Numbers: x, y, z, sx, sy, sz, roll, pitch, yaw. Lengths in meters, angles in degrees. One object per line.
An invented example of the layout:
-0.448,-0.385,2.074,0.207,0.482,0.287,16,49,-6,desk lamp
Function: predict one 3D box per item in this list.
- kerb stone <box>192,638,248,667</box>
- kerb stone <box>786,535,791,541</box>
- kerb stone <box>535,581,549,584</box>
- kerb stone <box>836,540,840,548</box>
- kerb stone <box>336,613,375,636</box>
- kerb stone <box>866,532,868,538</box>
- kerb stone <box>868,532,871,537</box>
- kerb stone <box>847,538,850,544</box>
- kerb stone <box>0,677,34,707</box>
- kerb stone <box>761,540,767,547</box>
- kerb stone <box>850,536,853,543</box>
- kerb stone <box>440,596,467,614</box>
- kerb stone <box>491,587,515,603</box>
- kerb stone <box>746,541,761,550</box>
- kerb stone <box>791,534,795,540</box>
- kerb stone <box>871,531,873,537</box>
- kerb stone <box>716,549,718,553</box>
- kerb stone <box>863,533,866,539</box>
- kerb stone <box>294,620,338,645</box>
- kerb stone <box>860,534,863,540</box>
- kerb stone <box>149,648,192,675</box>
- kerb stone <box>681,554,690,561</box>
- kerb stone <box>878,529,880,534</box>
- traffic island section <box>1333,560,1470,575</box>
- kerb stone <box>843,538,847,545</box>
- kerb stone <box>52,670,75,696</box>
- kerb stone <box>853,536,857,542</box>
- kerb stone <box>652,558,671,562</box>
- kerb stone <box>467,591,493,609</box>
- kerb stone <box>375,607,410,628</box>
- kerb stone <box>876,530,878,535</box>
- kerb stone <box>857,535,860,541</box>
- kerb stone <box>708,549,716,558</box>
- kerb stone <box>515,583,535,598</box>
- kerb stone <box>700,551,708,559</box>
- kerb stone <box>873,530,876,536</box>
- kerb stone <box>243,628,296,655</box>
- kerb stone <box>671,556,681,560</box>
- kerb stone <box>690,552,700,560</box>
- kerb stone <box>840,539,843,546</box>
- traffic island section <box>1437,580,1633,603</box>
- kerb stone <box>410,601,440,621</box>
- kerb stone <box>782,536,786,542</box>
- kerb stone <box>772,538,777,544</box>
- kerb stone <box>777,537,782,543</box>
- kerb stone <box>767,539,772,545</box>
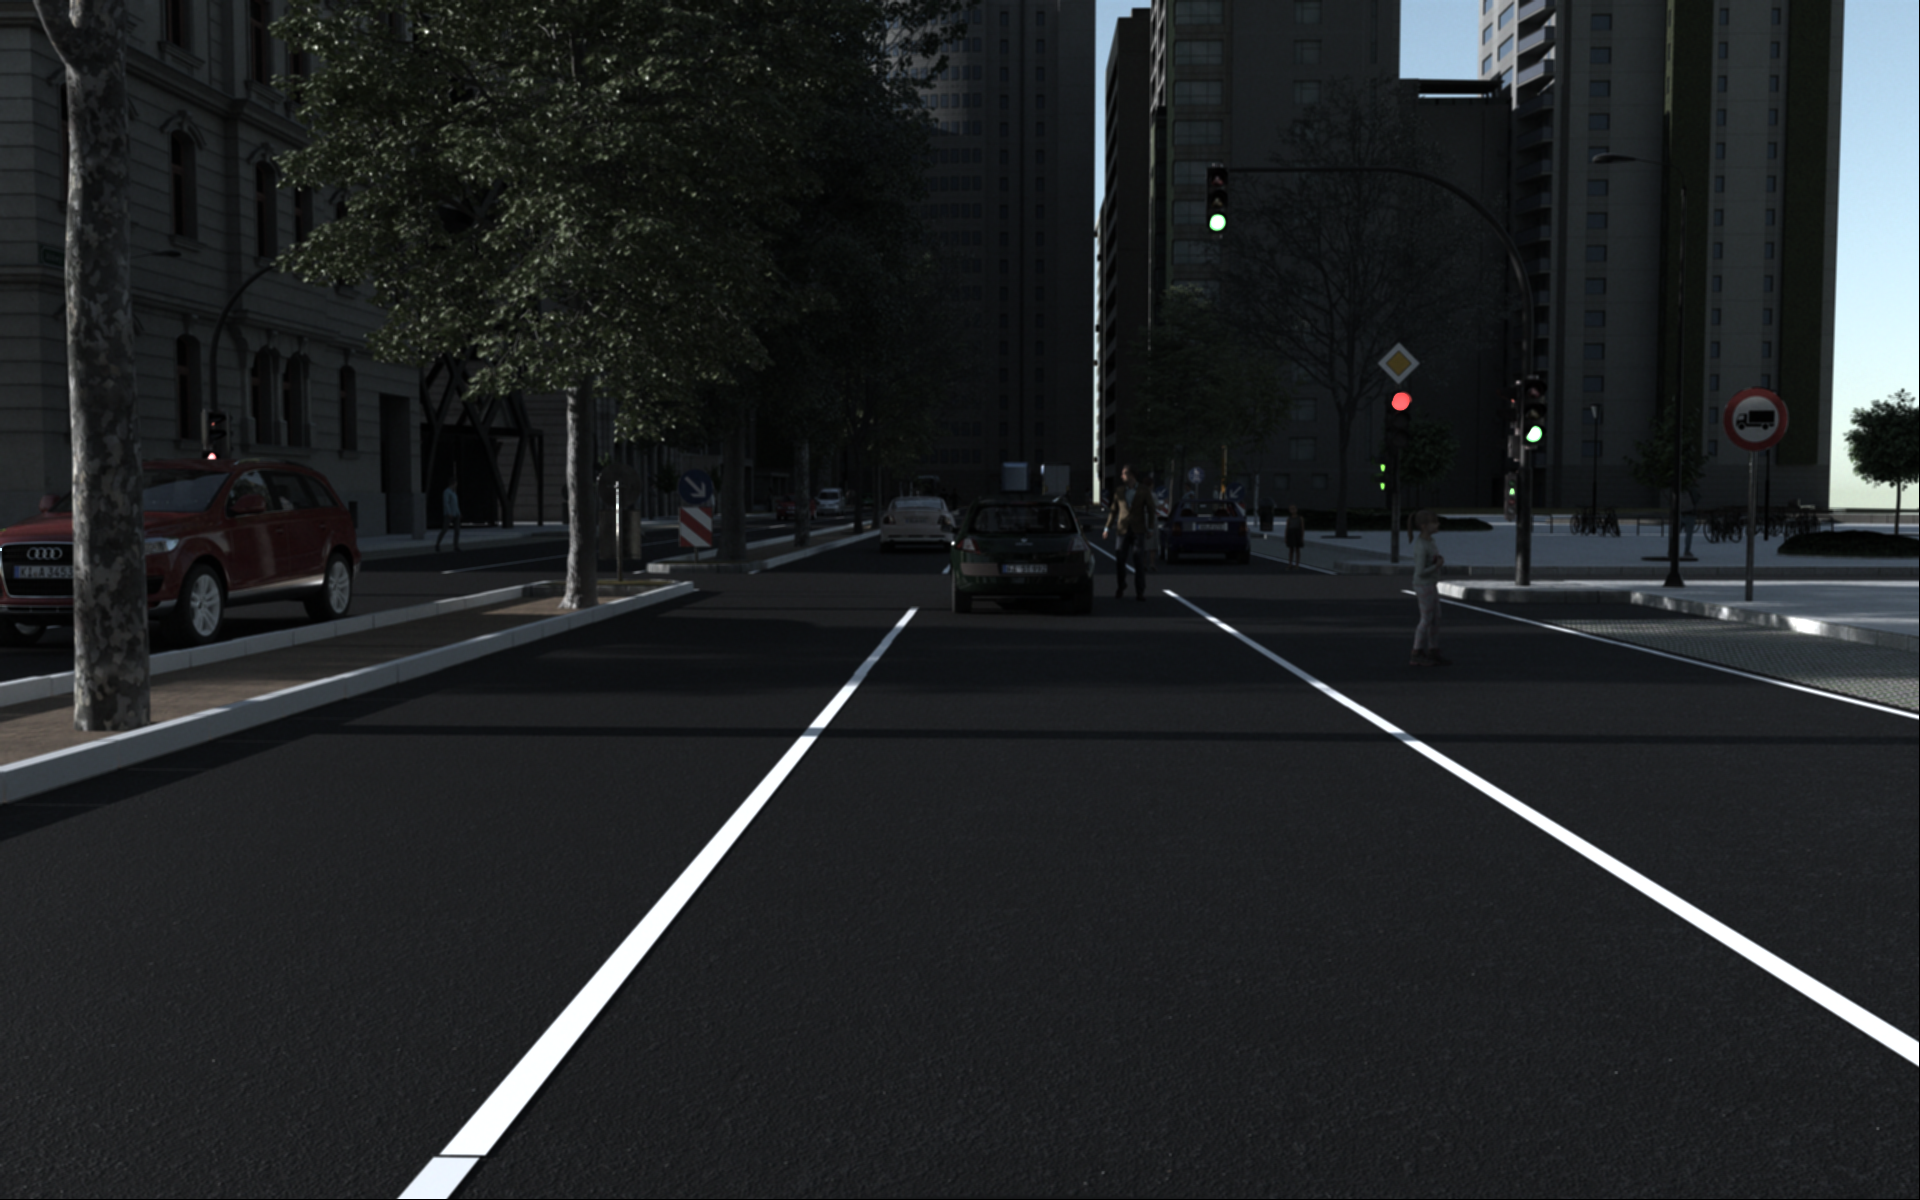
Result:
-6.372,0.462,14.760,0.120,0.150,1.000,0,4,2,kerb stone
-5.292,-1.832,52.144,0.120,0.150,1.000,0,4,2,kerb stone
-6.078,-0.171,24.996,0.120,0.150,1.000,0,4,2,kerb stone
-3.367,-1.452,45.942,0.120,0.150,1.000,0,4,2,kerb stone
-6.291,0.269,17.840,0.120,0.150,1.000,0,4,2,kerb stone
-3.107,-2.015,55.152,0.120,0.150,1.000,0,4,2,kerb stone
-3.076,-2.079,56.181,0.120,0.150,1.000,0,4,2,kerb stone
-3.283,-1.639,49.017,0.120,0.150,1.000,0,4,2,kerb stone
-6.469,0.644,11.682,0.120,0.150,1.000,0,4,2,kerb stone
-5.441,-1.518,47.019,0.120,0.150,1.000,0,4,2,kerb stone
-3.258,-1.703,50.043,0.120,0.150,1.000,0,4,2,kerb stone
-6.200,0.081,20.910,0.120,0.150,1.000,0,4,2,kerb stone
-6.141,-0.045,22.953,0.120,0.150,1.000,0,4,2,kerb stone
-5.472,-1.456,45.997,0.120,0.150,1.000,0,4,2,kerb stone
-5.264,-1.889,53.166,0.120,0.150,1.000,0,4,2,kerb stone
-3.048,-2.141,57.203,0.120,0.150,1.000,0,4,2,kerb stone
-5.647,-1.080,39.848,0.120,0.150,1.000,0,4,2,kerb stone
-3.129,-1.945,54.130,0.120,0.150,1.000,0,4,2,kerb stone
-6.319,0.334,16.814,0.120,0.150,1.000,0,4,2,kerb stone
-3.170,-1.886,53.109,0.120,0.150,1.000,0,4,2,kerb stone
-6.404,0.519,13.730,0.120,0.150,1.000,0,4,2,kerb stone
-5.771,-0.830,35.758,0.120,0.150,1.000,0,4,2,kerb stone
-2.950,-2.328,60.286,0.120,0.150,1.000,0,4,2,kerb stone
8.117,-0.609,32.231,2.009,0.180,2.903,0,4,2,traffic island section
-3.316,-1.576,47.996,0.120,0.150,1.000,0,4,2,kerb stone
-6.437,0.591,12.709,0.120,0.150,1.000,0,4,2,kerb stone
-3.220,-1.760,51.065,0.120,0.150,1.000,0,4,2,kerb stone
-5.824,-0.699,33.678,0.120,0.150,1.000,0,4,2,kerb stone
-6.160,0.022,21.931,0.120,0.150,1.000,0,4,2,kerb stone
-6.254,0.204,18.861,0.120,0.150,1.000,0,4,2,kerb stone
-2.981,-2.265,59.253,0.120,0.150,1.000,0,4,2,kerb stone
-3.200,-1.828,52.087,0.120,0.150,1.000,0,4,2,kerb stone
-5.681,-1.014,38.826,0.120,0.150,1.000,0,4,2,kerb stone
-6.112,-0.109,23.974,0.120,0.150,1.000,0,4,2,kerb stone
-5.704,-0.952,37.802,0.120,0.150,1.000,0,4,2,kerb stone
-3.017,-2.204,58.232,0.120,0.150,1.000,0,4,2,kerb stone
-6.345,0.392,15.781,0.120,0.150,1.000,0,4,2,kerb stone
-5.791,-0.766,34.717,0.120,0.150,1.000,0,4,2,kerb stone
-5.736,-0.892,36.780,0.120,0.150,1.000,0,4,2,kerb stone
-3.346,-1.513,46.965,0.120,0.150,1.000,0,4,2,kerb stone
7.886,-0.120,24.249,2.009,0.180,2.903,0,4,2,traffic island section
-6.229,0.146,19.883,0.120,0.150,1.000,0,4,2,kerb stone
-5.322,-1.769,51.122,0.120,0.150,1.000,0,4,2,kerb stone
-5.380,-1.644,49.074,0.120,0.150,1.000,0,4,2,kerb stone
-5.346,-1.707,50.100,0.120,0.150,1.000,0,4,2,kerb stone
-5.412,-1.579,48.053,0.120,0.150,1.000,0,4,2,kerb stone
